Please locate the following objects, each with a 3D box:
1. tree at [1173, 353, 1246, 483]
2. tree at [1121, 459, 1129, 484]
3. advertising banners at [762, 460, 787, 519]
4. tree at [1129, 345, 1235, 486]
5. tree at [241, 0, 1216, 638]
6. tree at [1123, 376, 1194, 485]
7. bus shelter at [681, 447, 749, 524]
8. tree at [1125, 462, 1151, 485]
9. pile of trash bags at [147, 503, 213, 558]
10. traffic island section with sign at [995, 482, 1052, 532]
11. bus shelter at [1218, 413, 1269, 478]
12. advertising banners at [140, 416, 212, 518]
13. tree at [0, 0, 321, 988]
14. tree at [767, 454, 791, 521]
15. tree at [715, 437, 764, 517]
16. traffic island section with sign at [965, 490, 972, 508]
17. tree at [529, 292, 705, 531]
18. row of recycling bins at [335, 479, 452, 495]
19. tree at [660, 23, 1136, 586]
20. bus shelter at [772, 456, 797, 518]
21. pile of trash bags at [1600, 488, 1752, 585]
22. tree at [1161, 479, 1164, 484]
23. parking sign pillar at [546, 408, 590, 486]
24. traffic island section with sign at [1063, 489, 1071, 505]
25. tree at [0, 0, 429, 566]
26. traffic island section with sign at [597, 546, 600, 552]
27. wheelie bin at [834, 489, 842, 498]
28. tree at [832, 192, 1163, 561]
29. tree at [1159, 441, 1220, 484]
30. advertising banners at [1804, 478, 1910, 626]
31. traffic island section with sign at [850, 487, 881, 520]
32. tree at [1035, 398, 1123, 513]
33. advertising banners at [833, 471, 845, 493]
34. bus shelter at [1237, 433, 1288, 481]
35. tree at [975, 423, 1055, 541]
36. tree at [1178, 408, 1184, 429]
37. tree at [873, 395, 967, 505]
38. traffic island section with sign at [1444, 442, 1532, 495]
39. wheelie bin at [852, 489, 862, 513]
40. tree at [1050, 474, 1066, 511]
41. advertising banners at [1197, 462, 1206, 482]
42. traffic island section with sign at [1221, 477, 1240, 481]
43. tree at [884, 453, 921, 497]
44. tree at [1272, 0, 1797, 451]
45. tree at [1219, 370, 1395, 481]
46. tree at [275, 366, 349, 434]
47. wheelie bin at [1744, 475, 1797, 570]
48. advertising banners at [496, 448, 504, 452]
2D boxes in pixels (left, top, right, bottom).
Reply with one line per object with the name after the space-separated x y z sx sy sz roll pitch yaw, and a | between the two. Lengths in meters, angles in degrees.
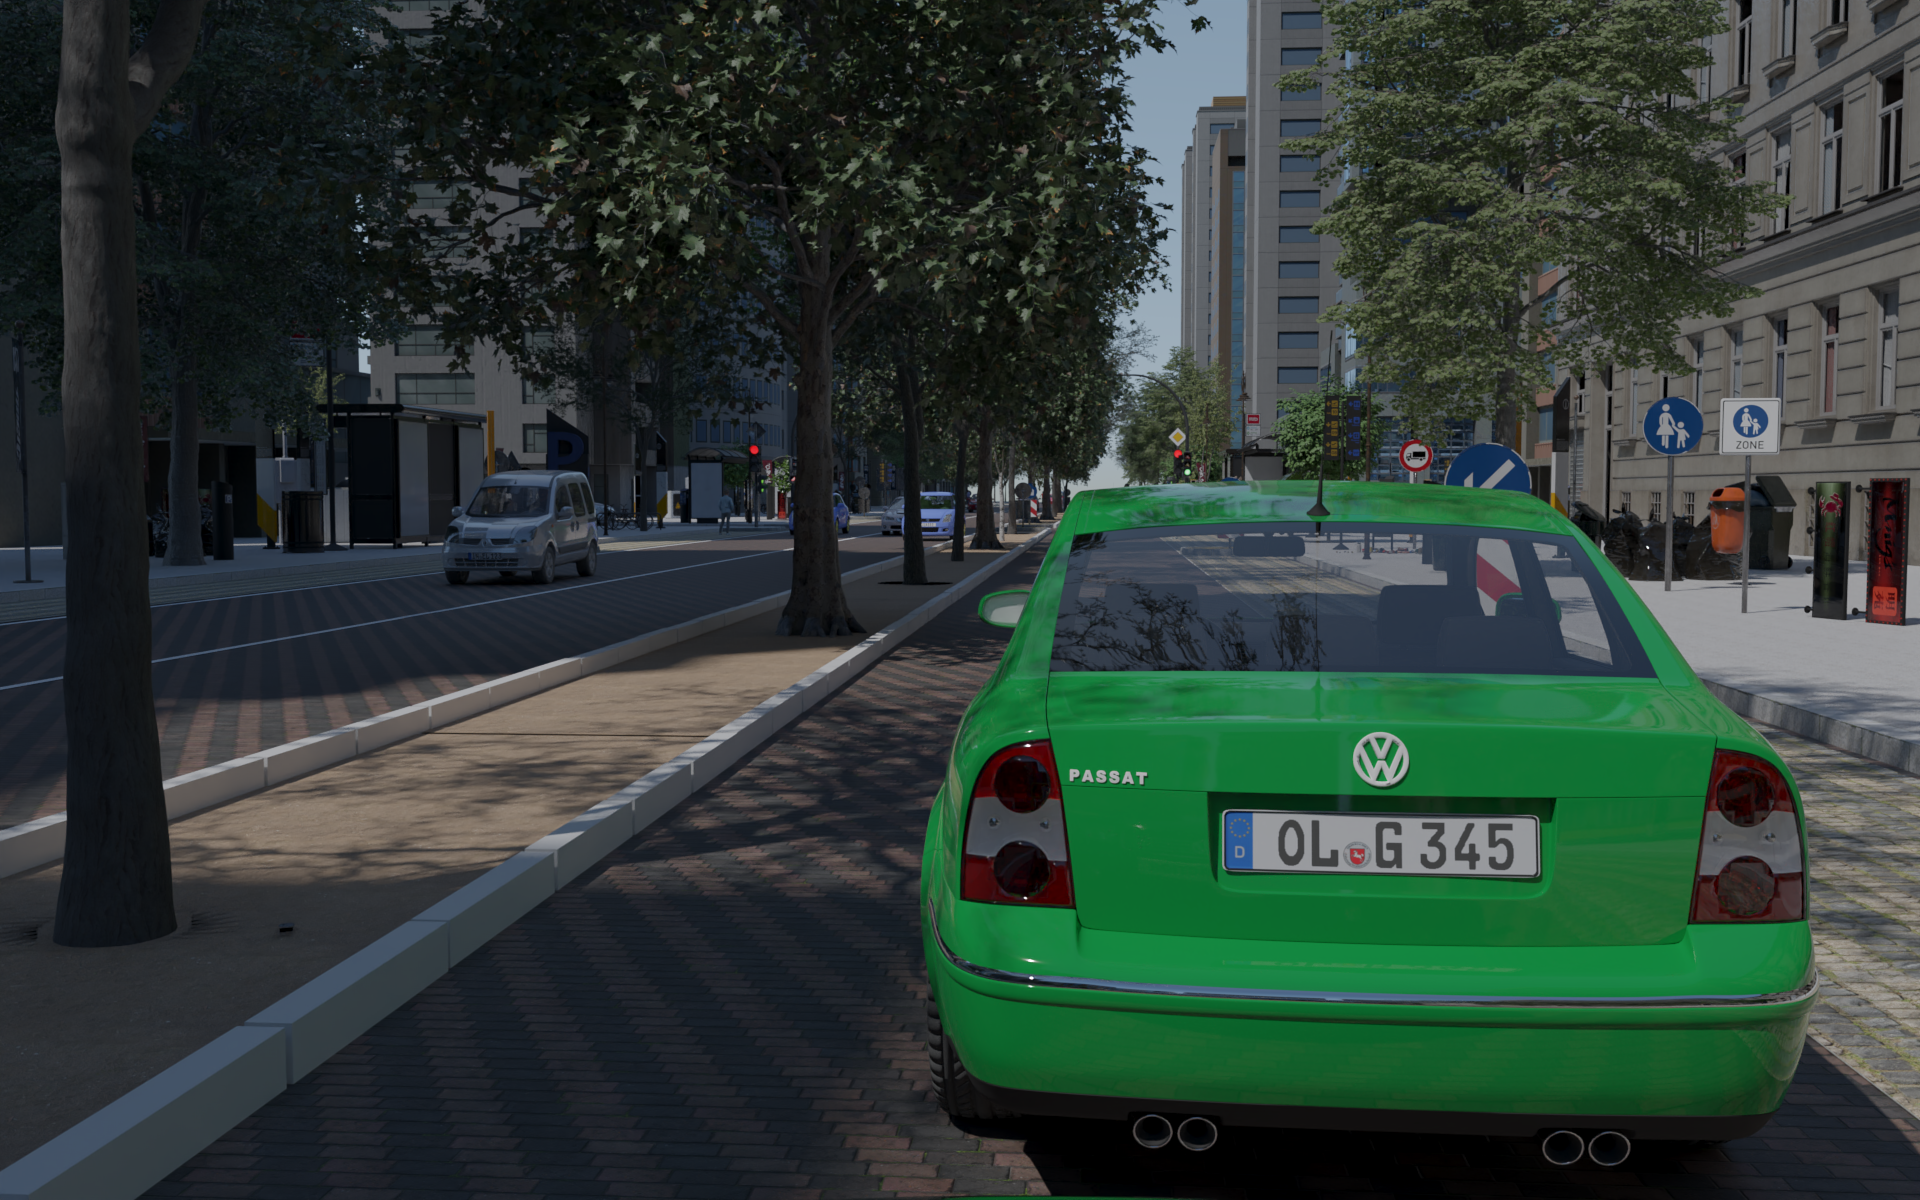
12.997 -8.619 91.279 4.737 8.622 4.395 0 3 0 | tree
27.884 -21.055 262.378 7.486 12.596 7.792 0 3 0 | tree
-9.090 -5.658 88.693 2.074 3.025 0.090 0 4 -3 | advertising banners
17.147 -13.131 132.816 7.486 12.596 7.792 0 3 0 | tree
-1.475 -5.979 17.216 9.611 12.733 9.660 0 3 0 | tree
20.934 -16.946 183.727 9.857 13.997 8.962 0 3 0 | tree
-10.776 -5.099 77.285 2.014 3.302 5.546 0 4 5 | bus shelter
22.751 -16.093 213.480 4.737 8.622 4.395 0 3 0 | tree
-17.015 -1.603 35.965 3.447 1.369 1.912 1 4 16 | pile of trash bags
2.379 -3.561 66.356 2.006 1.907 1.989 0 4 5 | traffic island section with sign
13.675 -6.500 83.913 2.179 5.291 8.768 0 4 5 | bus shelter
-17.789 -2.626 39.123 0.090 3.025 2.074 3 5 43 | advertising banners
-2.756 -5.659 5.357 12.009 13.543 11.850 0 3 0 | tree
-8.377 -5.468 84.008 1.663 3.219 1.824 0 3 0 | tree
-12.724 -7.074 99.380 4.285 4.588 4.351 0 3 0 | tree
0.884 -10.083 173.491 1.989 1.847 2.006 0 4 5 | traffic island section with sign
-11.034 -7.628 59.135 8.767 10.594 7.601 1 4 16 | tree
-15.671 -2.534 48.537 3.534 1.692 1.069 -2 4 -32 | row of recycling bins
-0.813 -6.047 27.079 9.928 11.665 9.643 0 3 0 | tree
-8.923 -6.108 93.782 2.014 3.302 5.546 0 4 5 | bus shelter
10.821 -0.979 25.755 1.912 1.369 3.447 0 3 0 | pile of trash bags
19.959 -10.674 169.119 1.663 3.219 1.824 0 3 0 | tree
-12.305 -4.029 54.347 1.447 3.967 1.447 0 4 -5 | parking sign pillar
9.158 -8.593 148.624 2.006 1.907 1.989 0 4 5 | traffic island section with sign
-14.003 -7.599 30.891 9.857 13.997 8.962 0 3 0 | tree
-9.918 -2.062 42.347 1.989 1.847 2.006 0 4 5 | traffic island section with sign
-8.265 -6.626 116.238 0.693 1.594 0.980 0 4 6 | wheelie bin
-0.104 -6.067 36.066 8.767 10.594 7.601 0 4 5 | tree
14.525 -7.757 110.541 4.285 4.588 4.351 0 3 0 | tree
9.105 -1.272 16.991 0.090 3.025 2.074 -1 4 -14 | advertising banners
-5.387 -5.430 97.411 1.989 1.847 2.006 0 4 5 | traffic island section with sign
7.424 -13.485 129.593 9.857 13.997 8.962 0 3 0 | tree
-9.829 -8.409 133.676 2.074 3.025 0.090 -1 4 -19 | advertising banners
10.729 -4.017 59.596 2.014 3.302 5.546 0 4 5 | bus shelter
1.272 -6.065 51.975 4.360 8.622 3.978 0 3 0 | tree
18.072 -13.417 153.784 7.601 10.594 8.767 -1 4 -11 | tree
-4.518 -13.951 146.220 7.486 12.596 7.792 0 3 0 | tree
4.027 -0.337 14.142 1.989 1.847 2.006 0 4 5 | traffic island section with sign
-6.898 -6.625 116.227 0.693 1.594 0.980 -1 4 -14 | wheelie bin
8.755 -11.811 145.932 4.737 8.622 4.395 0 3 0 | tree
14.119 -6.097 95.877 2.074 3.025 0.090 0 4 6 | advertising banners
6.244 -1.981 41.011 1.989 1.847 2.006 0 4 5 | traffic island section with sign
-4.751 -9.504 139.110 4.285 4.588 4.351 0 3 0 | tree
8.727 -6.648 26.830 7.486 12.596 7.792 0 3 0 | tree
9.886 -3.809 45.999 4.285 4.588 4.351 0 3 0 | tree
-34.010 -8.551 90.166 4.737 8.622 4.395 0 3 0 | tree
13.719 -1.320 29.488 0.980 1.594 0.693 -2 4 -30 | wheelie bin
-17.606 -4.193 64.742 0.090 3.025 2.074 1 4 18 | advertising banners
